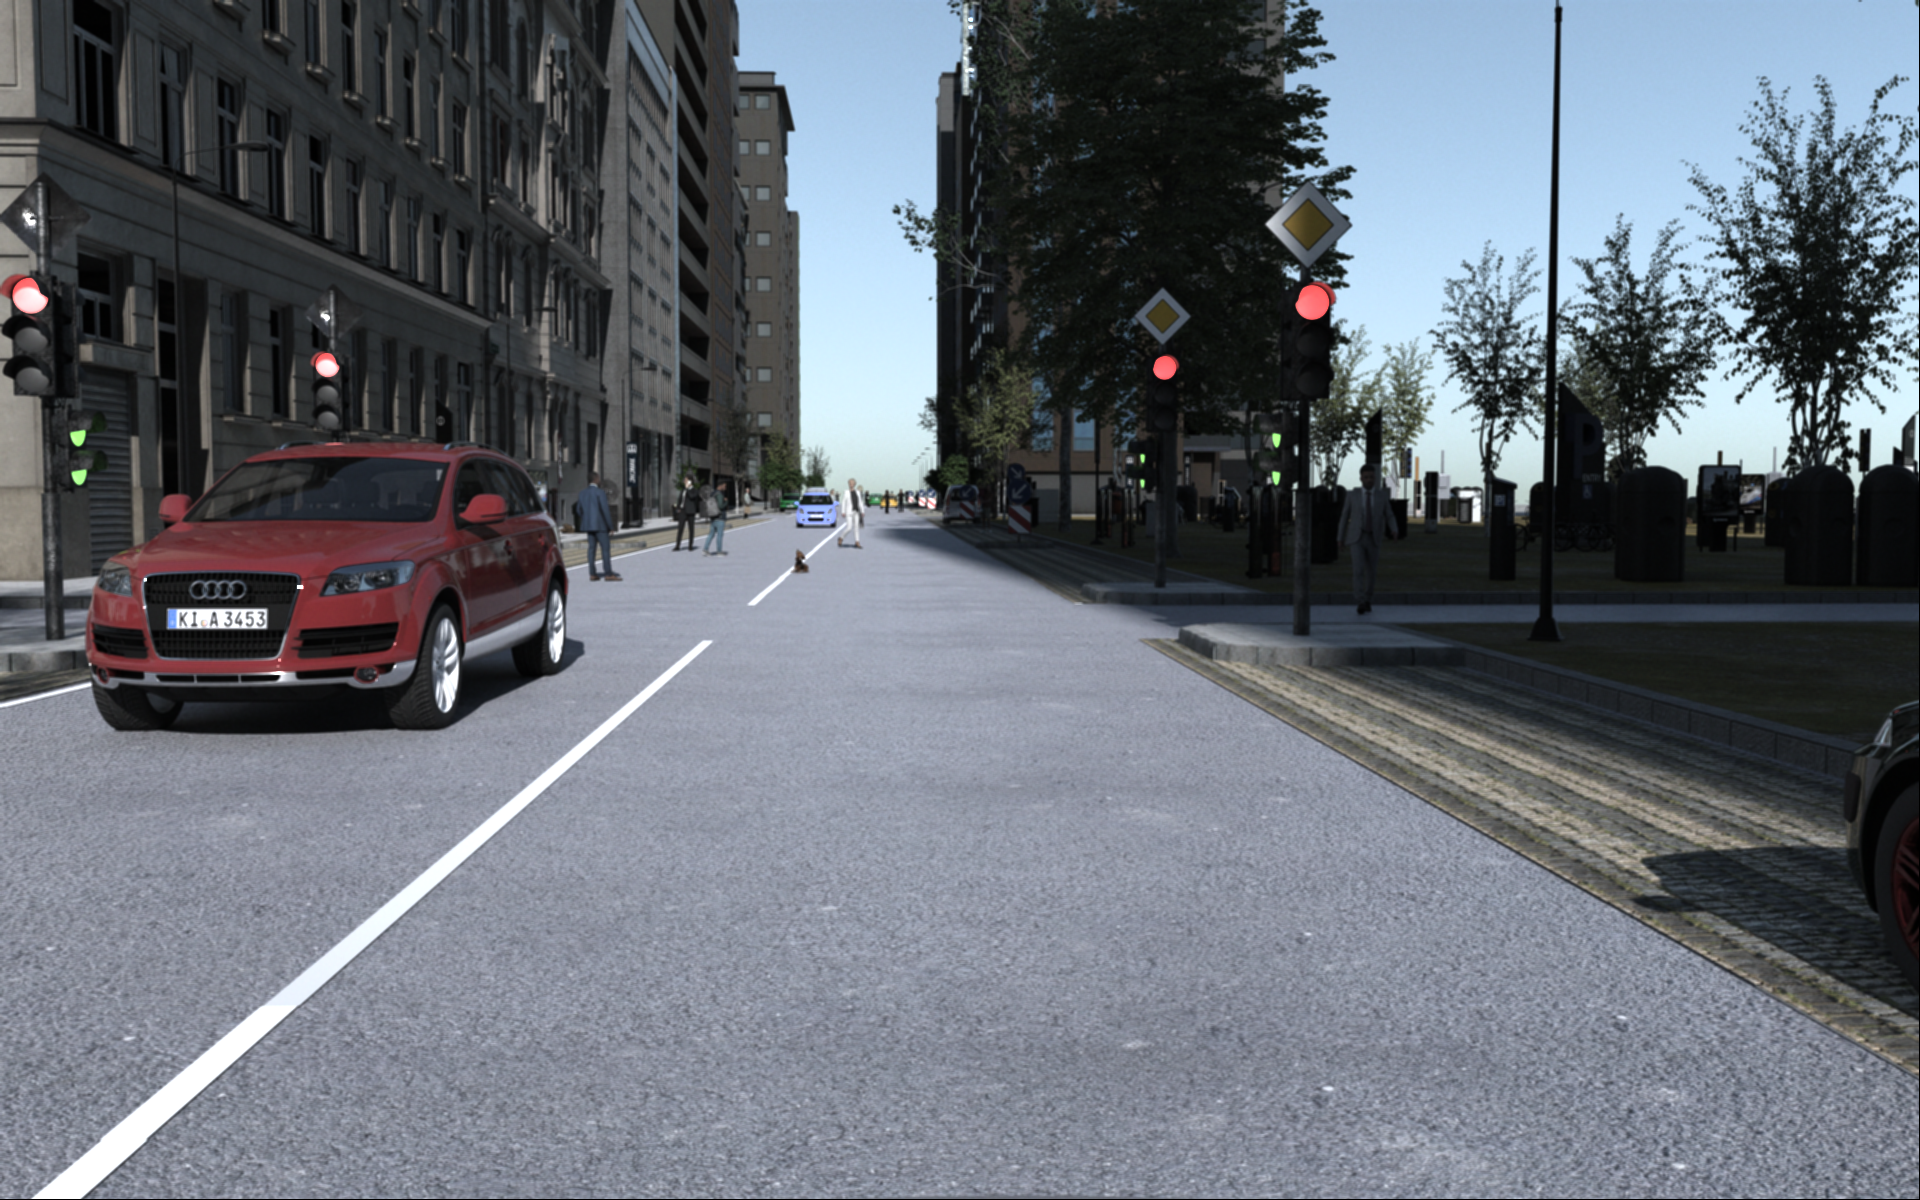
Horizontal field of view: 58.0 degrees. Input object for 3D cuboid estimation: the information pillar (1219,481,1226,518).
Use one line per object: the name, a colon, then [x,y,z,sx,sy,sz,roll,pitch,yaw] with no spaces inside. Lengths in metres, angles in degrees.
information pillar: [14.309,-5.504,94.478,0.304,2.012,0.304,2,4,34]

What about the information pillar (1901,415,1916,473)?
information pillar: [28.060,-3.666,51.288,0.504,3.616,0.183,-2,4,-27]

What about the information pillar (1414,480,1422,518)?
information pillar: [24.167,-5.319,91.465,0.304,2.012,0.304,0,4,-8]

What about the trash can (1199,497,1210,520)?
trash can: [12.203,-4.540,85.884,0.748,1.137,0.748,0,3,0]

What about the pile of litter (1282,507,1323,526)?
pile of litter: [13.901,-3.441,70.223,1.176,0.858,1.719,-2,4,-31]

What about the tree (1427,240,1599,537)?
tree: [15.891,-6.166,51.170,4.360,8.622,3.978,0,3,0]

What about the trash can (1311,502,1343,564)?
trash can: [6.677,-1.243,31.984,0.748,1.137,0.748,0,3,0]

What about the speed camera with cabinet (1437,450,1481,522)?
speed camera with cabinet: [22.559,-5.153,78.580,2.038,3.252,0.660,0,4,6]

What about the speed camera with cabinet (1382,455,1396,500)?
speed camera with cabinet: [21.933,-5.800,89.170,0.660,3.252,2.038,0,4,1]

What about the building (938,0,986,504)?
building: [8.967,-55.060,212.902,22.319,86.520,31.000,0,4,-3]

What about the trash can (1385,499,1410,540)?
trash can: [12.349,-2.286,49.025,0.748,1.137,0.748,0,3,0]

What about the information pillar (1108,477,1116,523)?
information pillar: [6.686,-4.377,76.057,0.304,2.012,0.304,0,4,-7]

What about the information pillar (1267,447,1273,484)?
information pillar: [15.320,-5.738,85.164,0.504,3.616,0.183,3,5,42]

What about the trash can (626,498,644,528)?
trash can: [-12.341,-3.302,65.641,0.748,1.137,0.748,0,3,0]

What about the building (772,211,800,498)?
building: [-29.826,-34.219,243.082,14.154,41.232,14.086,0,4,-3]

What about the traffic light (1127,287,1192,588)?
traffic light: [2.726,-2.124,23.643,0.839,4.253,0.868,0,4,-3]

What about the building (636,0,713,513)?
building: [-27.262,-29.598,107.631,21.300,48.544,21.600,0,4,-3]

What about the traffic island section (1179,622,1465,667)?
traffic island section: [3.134,0.397,15.783,2.009,0.180,2.903,0,4,-3]

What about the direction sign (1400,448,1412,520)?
direction sign: [21.774,-5.667,84.658,0.876,3.537,0.379,-3,4,-38]

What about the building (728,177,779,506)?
building: [-36.924,-30.761,194.821,32.217,40.220,23.993,0,4,-3]

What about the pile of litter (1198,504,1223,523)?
pile of litter: [11.390,-3.855,76.997,1.719,0.858,1.176,0,4,-4]

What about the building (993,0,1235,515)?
building: [9.527,-28.366,113.893,14.600,45.320,14.200,0,4,-3]

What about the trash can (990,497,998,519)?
trash can: [1.638,-4.758,89.441,0.748,1.137,0.748,0,3,0]

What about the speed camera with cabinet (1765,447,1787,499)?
speed camera with cabinet: [34.737,-4.764,72.220,2.038,3.252,0.660,3,5,45]

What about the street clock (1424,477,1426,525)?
street clock: [19.498,-4.137,72.206,0.358,2.002,0.471,0,4,-1]

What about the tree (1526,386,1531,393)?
tree: [25.922,-7.443,72.062,4.737,8.622,4.395,0,3,0]

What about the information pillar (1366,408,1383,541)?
information pillar: [11.263,-3.410,47.112,0.183,3.616,0.504,-3,5,-42]

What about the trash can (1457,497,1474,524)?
trash can: [21.890,-3.877,75.035,0.748,1.137,0.748,0,3,0]

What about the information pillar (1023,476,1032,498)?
information pillar: [2.788,-4.124,71.912,0.304,2.012,0.304,-1,4,-19]

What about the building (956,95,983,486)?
building: [6.739,-33.107,191.412,14.600,45.320,14.200,0,4,-3]

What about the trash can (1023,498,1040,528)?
trash can: [2.712,-3.360,66.586,0.748,1.137,0.748,0,3,0]

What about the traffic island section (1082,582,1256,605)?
traffic island section: [2.767,-0.090,23.759,2.009,0.180,2.903,0,4,-3]

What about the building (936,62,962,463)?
building: [7.247,-42.929,243.891,21.231,58.520,28.212,0,4,-3]

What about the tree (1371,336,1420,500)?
tree: [16.195,-7.546,73.736,4.737,8.622,4.395,0,3,0]

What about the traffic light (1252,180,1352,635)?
traffic light: [3.094,-1.636,15.667,0.839,4.253,0.868,0,4,-3]

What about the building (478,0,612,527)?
building: [-21.700,-17.025,65.752,14.401,28.519,23.554,0,4,-3]

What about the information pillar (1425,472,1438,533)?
information pillar: [15.445,-3.196,56.744,0.304,2.012,0.304,-1,4,-11]

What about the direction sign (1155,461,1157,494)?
direction sign: [10.442,-6.115,91.980,0.379,3.537,0.876,0,4,-2]

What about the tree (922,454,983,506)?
tree: [0.039,-8.784,127.325,4.285,4.588,4.351,0,3,0]

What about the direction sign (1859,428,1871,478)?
direction sign: [31.442,-4.174,60.246,0.379,3.537,0.876,0,4,7]

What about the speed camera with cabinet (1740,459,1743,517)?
speed camera with cabinet: [44.417,-6.356,98.248,0.660,3.252,2.038,2,4,28]

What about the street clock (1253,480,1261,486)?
street clock: [15.442,-5.258,90.542,0.471,2.002,0.358,3,5,41]

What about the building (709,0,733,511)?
building: [-24.236,-29.120,126.224,14.600,45.320,14.200,0,4,-3]

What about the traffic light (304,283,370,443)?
traffic light: [-8.322,-2.092,23.121,0.839,4.253,0.868,0,4,-3]

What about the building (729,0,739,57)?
building: [-32.902,-34.079,146.430,28.713,52.752,27.495,0,4,-3]

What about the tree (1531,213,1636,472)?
tree: [18.086,-5.858,46.137,4.737,8.622,4.395,0,3,0]

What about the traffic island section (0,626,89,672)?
traffic island section: [-7.996,0.428,15.277,2.009,0.180,2.903,0,4,-3]

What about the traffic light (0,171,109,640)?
traffic light: [-7.955,-1.604,15.144,0.839,4.253,0.868,0,4,-3]

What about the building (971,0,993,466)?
building: [12.497,-32.883,157.249,23.786,49.044,30.456,0,4,-3]

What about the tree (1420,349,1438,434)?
tree: [20.561,-8.022,81.519,4.737,8.622,4.395,0,3,0]

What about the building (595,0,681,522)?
building: [-21.444,-16.499,87.774,12.078,24.808,19.932,0,4,-3]

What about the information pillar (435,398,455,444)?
information pillar: [-12.516,-3.105,42.125,0.504,3.616,0.183,1,4,20]

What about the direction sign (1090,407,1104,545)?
direction sign: [3.485,-3.178,43.955,0.379,3.537,0.876,1,4,11]

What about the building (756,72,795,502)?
building: [-35.856,-38.614,220.578,28.713,52.752,27.495,0,4,-3]

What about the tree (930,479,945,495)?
tree: [-2.092,-11.681,185.585,1.663,3.219,1.824,0,3,0]

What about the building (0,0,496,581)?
building: [-21.287,-12.562,38.670,16.112,22.955,30.059,0,4,-3]

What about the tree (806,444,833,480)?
tree: [-21.270,-18.784,257.476,4.360,8.622,3.978,0,3,0]

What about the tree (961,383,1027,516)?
tree: [2.056,-9.325,102.829,4.360,8.622,3.978,0,3,0]

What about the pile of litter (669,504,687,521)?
pile of litter: [-13.177,-4.158,81.954,1.176,0.858,1.719,-1,4,-12]

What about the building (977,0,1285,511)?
building: [12.030,-42.346,130.609,20.563,71.187,20.611,0,4,-3]
